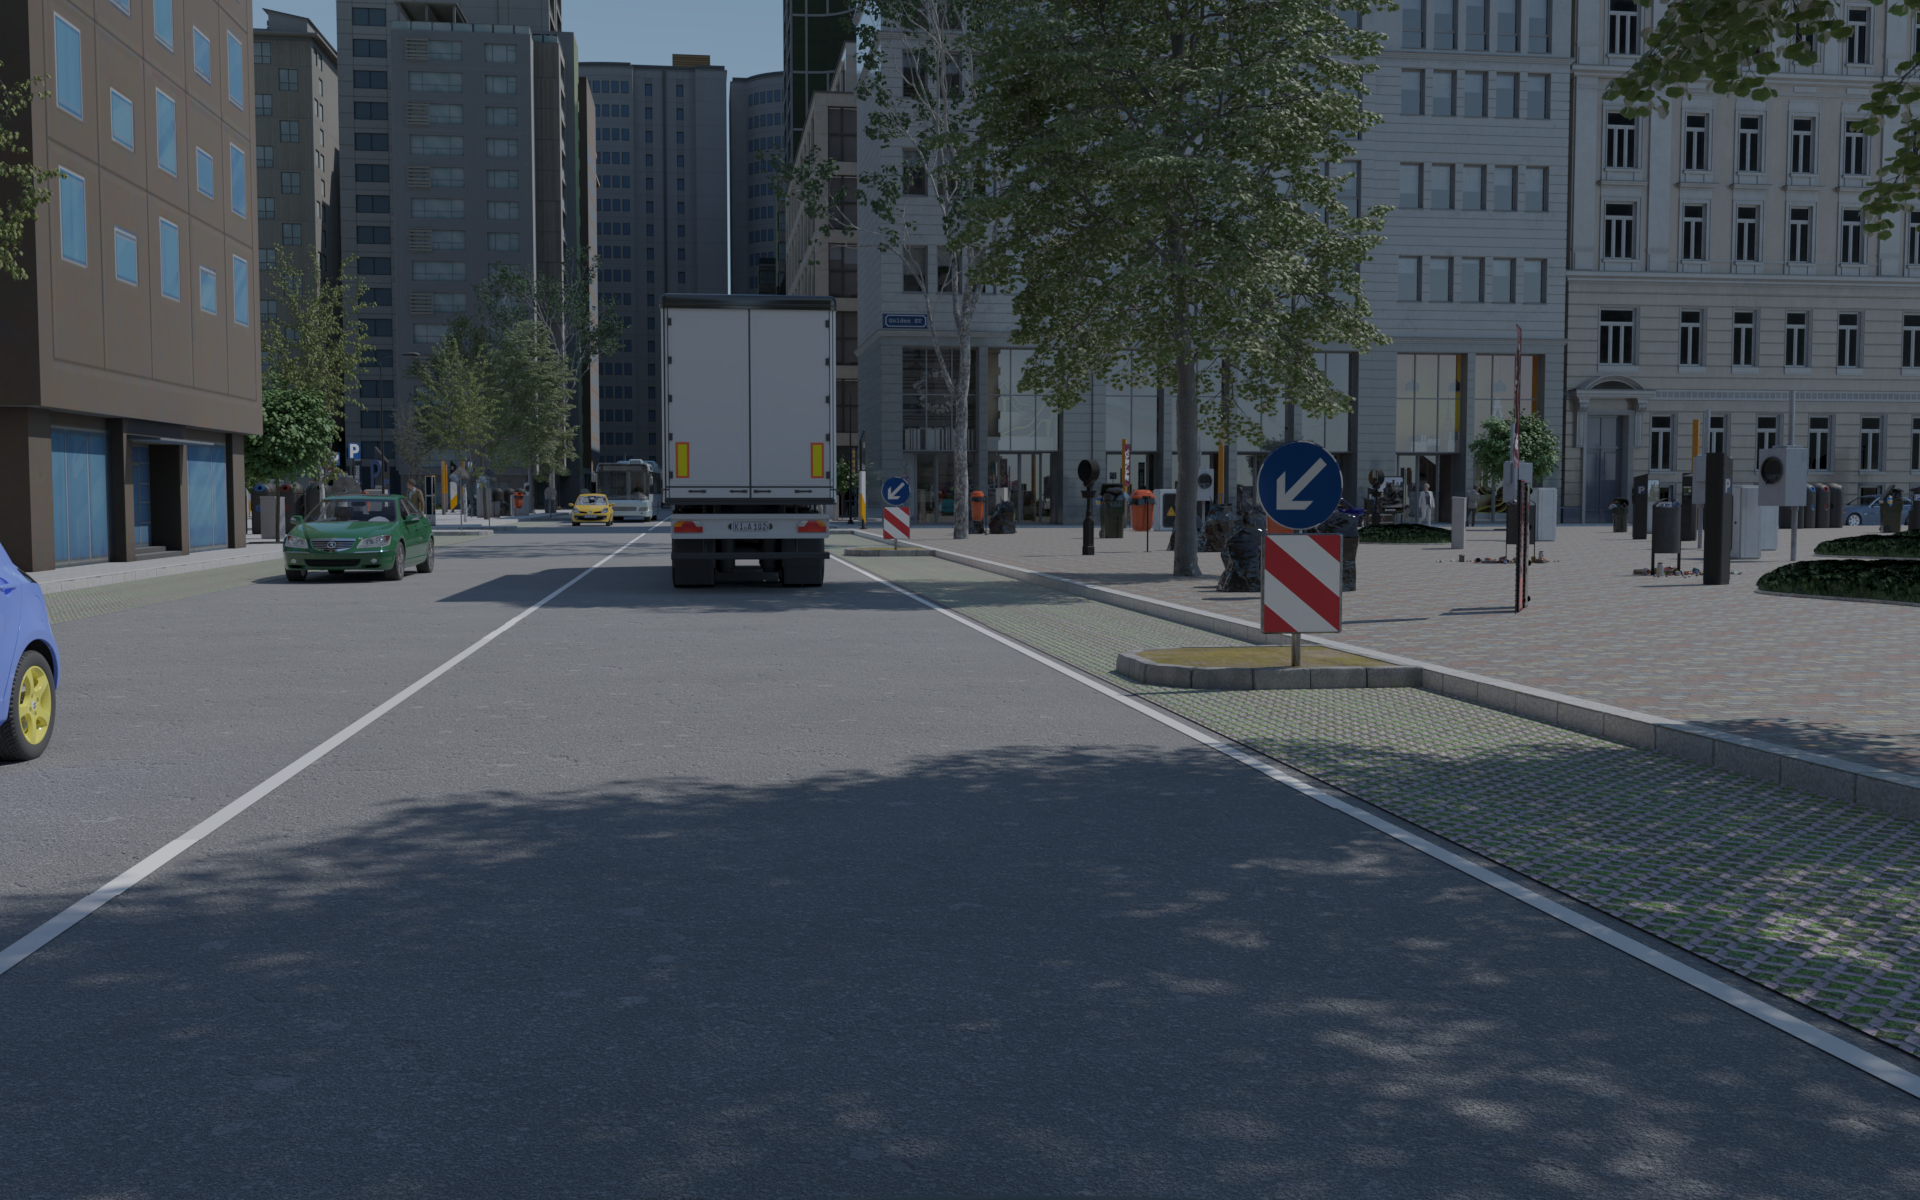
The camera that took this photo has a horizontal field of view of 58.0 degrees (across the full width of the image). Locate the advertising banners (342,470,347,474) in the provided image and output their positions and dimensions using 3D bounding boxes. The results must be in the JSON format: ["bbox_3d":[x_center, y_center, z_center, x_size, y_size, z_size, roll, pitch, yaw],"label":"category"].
[{"bbox_3d":[-44.874,-7.889,125.178,0.090,3.025,2.074,0,4,-3],"label":"advertising banners"}]

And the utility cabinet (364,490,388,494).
[{"bbox_3d":[-29.722,-4.859,88.129,1.173,1.500,0.318,1,4,13],"label":"utility cabinet"}]

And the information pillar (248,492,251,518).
[{"bbox_3d":[-39.071,-6.321,94.705,0.504,3.616,0.183,-1,4,-16],"label":"information pillar"}]

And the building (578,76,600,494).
[{"bbox_3d":[-45.538,-32.530,181.970,14.600,45.320,14.200,-1,4,-8],"label":"building"}]

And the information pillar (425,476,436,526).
[{"bbox_3d":[-21.230,-3.972,69.434,0.304,2.012,0.304,0,4,5],"label":"information pillar"}]

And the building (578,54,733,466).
[{"bbox_3d":[-45.647,-42.344,234.329,28.212,58.520,21.231,-1,4,-8],"label":"building"}]

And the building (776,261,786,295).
[{"bbox_3d":[-8.061,-18.852,137.901,12.332,23.373,15.834,-1,4,-8],"label":"building"}]

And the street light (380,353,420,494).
[{"bbox_3d":[-18.424,-5.160,56.912,1.470,5.913,1.316,-1,4,-8],"label":"street light"}]

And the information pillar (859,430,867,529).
[{"bbox_3d":[-3.541,-4.380,62.961,0.183,3.616,0.504,1,4,13],"label":"information pillar"}]

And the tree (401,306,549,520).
[{"bbox_3d":[-24.062,-9.300,86.473,7.601,10.594,8.767,0,4,-4],"label":"tree"}]

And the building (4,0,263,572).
[{"bbox_3d":[-22.634,-23.395,32.622,14.600,45.320,14.200,-1,4,-8],"label":"building"}]

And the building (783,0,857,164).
[{"bbox_3d":[-8.962,-44.858,171.677,20.563,71.187,20.611,-1,4,-8],"label":"building"}]

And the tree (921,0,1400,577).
[{"bbox_3d":[3.144,-6.638,26.662,7.486,12.596,7.792,0,3,0],"label":"tree"}]

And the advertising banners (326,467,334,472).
[{"bbox_3d":[-41.381,-7.071,111.795,2.074,3.025,0.090,0,4,6],"label":"advertising banners"}]

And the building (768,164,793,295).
[{"bbox_3d":[-9.489,-23.451,155.126,14.160,30.474,14.107,-1,4,-8],"label":"building"}]

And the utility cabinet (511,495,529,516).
[{"bbox_3d":[-25.837,-5.536,101.672,1.020,1.237,0.306,-2,4,-28],"label":"utility cabinet"}]

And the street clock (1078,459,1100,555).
[{"bbox_3d":[2.695,-1.941,36.306,0.358,2.002,0.471,-2,4,-35],"label":"street clock"}]

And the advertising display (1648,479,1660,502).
[{"bbox_3d":[29.926,-4.264,74.928,0.974,1.923,0.123,-2,4,-35],"label":"advertising display"}]

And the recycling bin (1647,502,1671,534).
[{"bbox_3d":[22.653,-2.669,56.189,0.722,1.027,0.722,1,4,17],"label":"recycling bin"}]

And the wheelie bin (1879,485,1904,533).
[{"bbox_3d":[30.911,-3.031,57.467,0.693,1.594,0.980,1,4,17],"label":"wheelie bin"}]

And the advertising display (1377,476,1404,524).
[{"bbox_3d":[15.447,-3.489,62.257,0.974,1.923,0.123,1,4,9],"label":"advertising display"}]

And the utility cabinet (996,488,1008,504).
[{"bbox_3d":[1.444,-3.173,60.558,0.318,1.500,1.173,0,4,7],"label":"utility cabinet"}]

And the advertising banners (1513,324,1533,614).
[{"bbox_3d":[6.121,-1.387,18.866,0.090,3.025,2.074,1,4,23],"label":"advertising banners"}]

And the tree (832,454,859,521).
[{"bbox_3d":[-5.546,-5.433,83.431,1.663,3.219,1.824,0,3,0],"label":"tree"}]

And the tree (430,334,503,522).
[{"bbox_3d":[-22.714,-7.863,78.923,4.737,8.622,4.395,0,3,0],"label":"tree"}]

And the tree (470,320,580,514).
[{"bbox_3d":[-28.400,-11.917,112.965,7.486,12.596,7.792,0,3,0],"label":"tree"}]

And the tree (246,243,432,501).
[{"bbox_3d":[-18.794,-6.114,50.322,4.737,8.622,4.395,0,3,0],"label":"tree"}]

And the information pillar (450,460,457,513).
[{"bbox_3d":[-34.627,-7.769,118.369,0.183,3.616,0.504,3,5,39],"label":"information pillar"}]

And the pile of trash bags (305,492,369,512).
[{"bbox_3d":[-27.631,-4.066,76.239,3.447,1.369,1.912,0,4,0],"label":"pile of trash bags"}]

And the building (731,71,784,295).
[{"bbox_3d":[-17.299,-42.605,238.596,28.212,58.520,21.231,-1,4,-8],"label":"building"}]

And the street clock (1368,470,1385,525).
[{"bbox_3d":[12.323,-2.857,51.284,0.358,2.002,0.471,-2,4,-26],"label":"street clock"}]

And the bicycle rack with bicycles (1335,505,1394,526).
[{"bbox_3d":[12.835,-2.666,56.978,2.852,0.926,2.925,3,5,41],"label":"bicycle rack with bicycles"}]

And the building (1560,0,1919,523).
[{"bbox_3d":[35.060,-18.132,82.366,20.117,28.700,13.634,-1,4,-8],"label":"building"}]

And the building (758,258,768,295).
[{"bbox_3d":[-17.836,-27.011,213.334,14.160,30.474,14.107,-1,4,-8],"label":"building"}]

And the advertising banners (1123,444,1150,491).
[{"bbox_3d":[6.244,-3.972,61.122,0.090,3.025,2.074,2,4,34],"label":"advertising banners"}]

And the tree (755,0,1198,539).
[{"bbox_3d":[0.506,-11.881,50.140,12.611,20.169,13.585,0,3,0],"label":"tree"}]

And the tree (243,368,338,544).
[{"bbox_3d":[-17.837,-3.754,45.086,4.285,4.588,4.351,0,3,0],"label":"tree"}]

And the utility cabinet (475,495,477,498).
[{"bbox_3d":[-35.599,-7.208,129.019,1.020,1.237,0.306,-2,4,-33],"label":"utility cabinet"}]

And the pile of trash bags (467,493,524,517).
[{"bbox_3d":[-26.529,-5.489,99.489,1.912,1.369,3.447,3,4,37],"label":"pile of trash bags"}]

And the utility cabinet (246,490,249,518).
[{"bbox_3d":[-38.596,-5.142,92.744,1.173,1.500,0.318,2,4,30],"label":"utility cabinet"}]

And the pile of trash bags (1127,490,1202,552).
[{"bbox_3d":[5.330,-1.785,38.943,3.447,1.369,1.912,-2,4,-24],"label":"pile of trash bags"}]

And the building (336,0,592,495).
[{"bbox_3d":[-45.969,-44.361,163.555,20.563,71.187,20.611,-1,4,-8],"label":"building"}]

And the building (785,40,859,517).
[{"bbox_3d":[-0.906,-18.883,113.248,19.350,26.468,34.151,-1,4,-8],"label":"building"}]

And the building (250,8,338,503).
[{"bbox_3d":[-83.486,-37.124,196.215,27.495,52.752,28.713,-1,4,-8],"label":"building"}]

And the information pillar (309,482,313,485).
[{"bbox_3d":[-38.449,-6.018,102.894,0.304,2.012,0.304,0,4,-5],"label":"information pillar"}]

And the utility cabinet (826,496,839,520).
[{"bbox_3d":[-6.469,-4.684,87.739,0.306,1.237,1.020,-2,4,-27],"label":"utility cabinet"}]

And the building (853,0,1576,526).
[{"bbox_3d":[10.601,-18.326,77.118,29.804,29.767,11.434,-1,4,-8],"label":"building"}]

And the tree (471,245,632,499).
[{"bbox_3d":[-29.138,-16.745,129.672,12.611,20.169,13.585,0,3,0],"label":"tree"}]

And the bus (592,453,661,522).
[{"bbox_3d":[-17.368,-5.892,91.199,2.948,3.499,13.247,0,4,-7],"label":"bus"}]

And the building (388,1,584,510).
[{"bbox_3d":[-39.993,-28.395,147.847,14.154,41.232,14.086,-1,4,-8],"label":"building"}]

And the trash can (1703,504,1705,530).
[{"bbox_3d":[25.747,-2.916,59.334,0.748,1.137,0.748,0,3,0],"label":"trash can"}]

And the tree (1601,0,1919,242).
[{"bbox_3d":[5.578,-5.499,8.029,7.486,12.596,7.792,0,3,0],"label":"tree"}]

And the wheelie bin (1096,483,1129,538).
[{"bbox_3d":[4.451,-2.591,50.267,0.980,1.594,0.693,-1,4,-12],"label":"wheelie bin"}]

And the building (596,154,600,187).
[{"bbox_3d":[-55.641,-33.586,203.754,28.867,44.769,22.147,-1,4,-8],"label":"building"}]

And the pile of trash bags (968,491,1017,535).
[{"bbox_3d":[0.804,-2.801,55.545,1.912,1.369,3.447,1,4,9],"label":"pile of trash bags"}]

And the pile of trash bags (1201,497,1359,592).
[{"bbox_3d":[4.291,-0.800,22.833,1.912,1.369,3.447,1,4,12],"label":"pile of trash bags"}]

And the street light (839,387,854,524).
[{"bbox_3d":[-5.203,-6.187,73.694,1.470,5.913,1.316,-1,4,-8],"label":"street light"}]

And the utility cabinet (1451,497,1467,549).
[{"bbox_3d":[11.742,-1.809,40.736,0.306,1.237,1.020,1,4,19],"label":"utility cabinet"}]

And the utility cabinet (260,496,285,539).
[{"bbox_3d":[-19.780,-2.367,49.863,1.020,1.237,0.306,3,5,45],"label":"utility cabinet"}]

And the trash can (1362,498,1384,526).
[{"bbox_3d":[14.626,-3.041,61.376,0.748,1.137,0.748,0,3,0],"label":"trash can"}]
